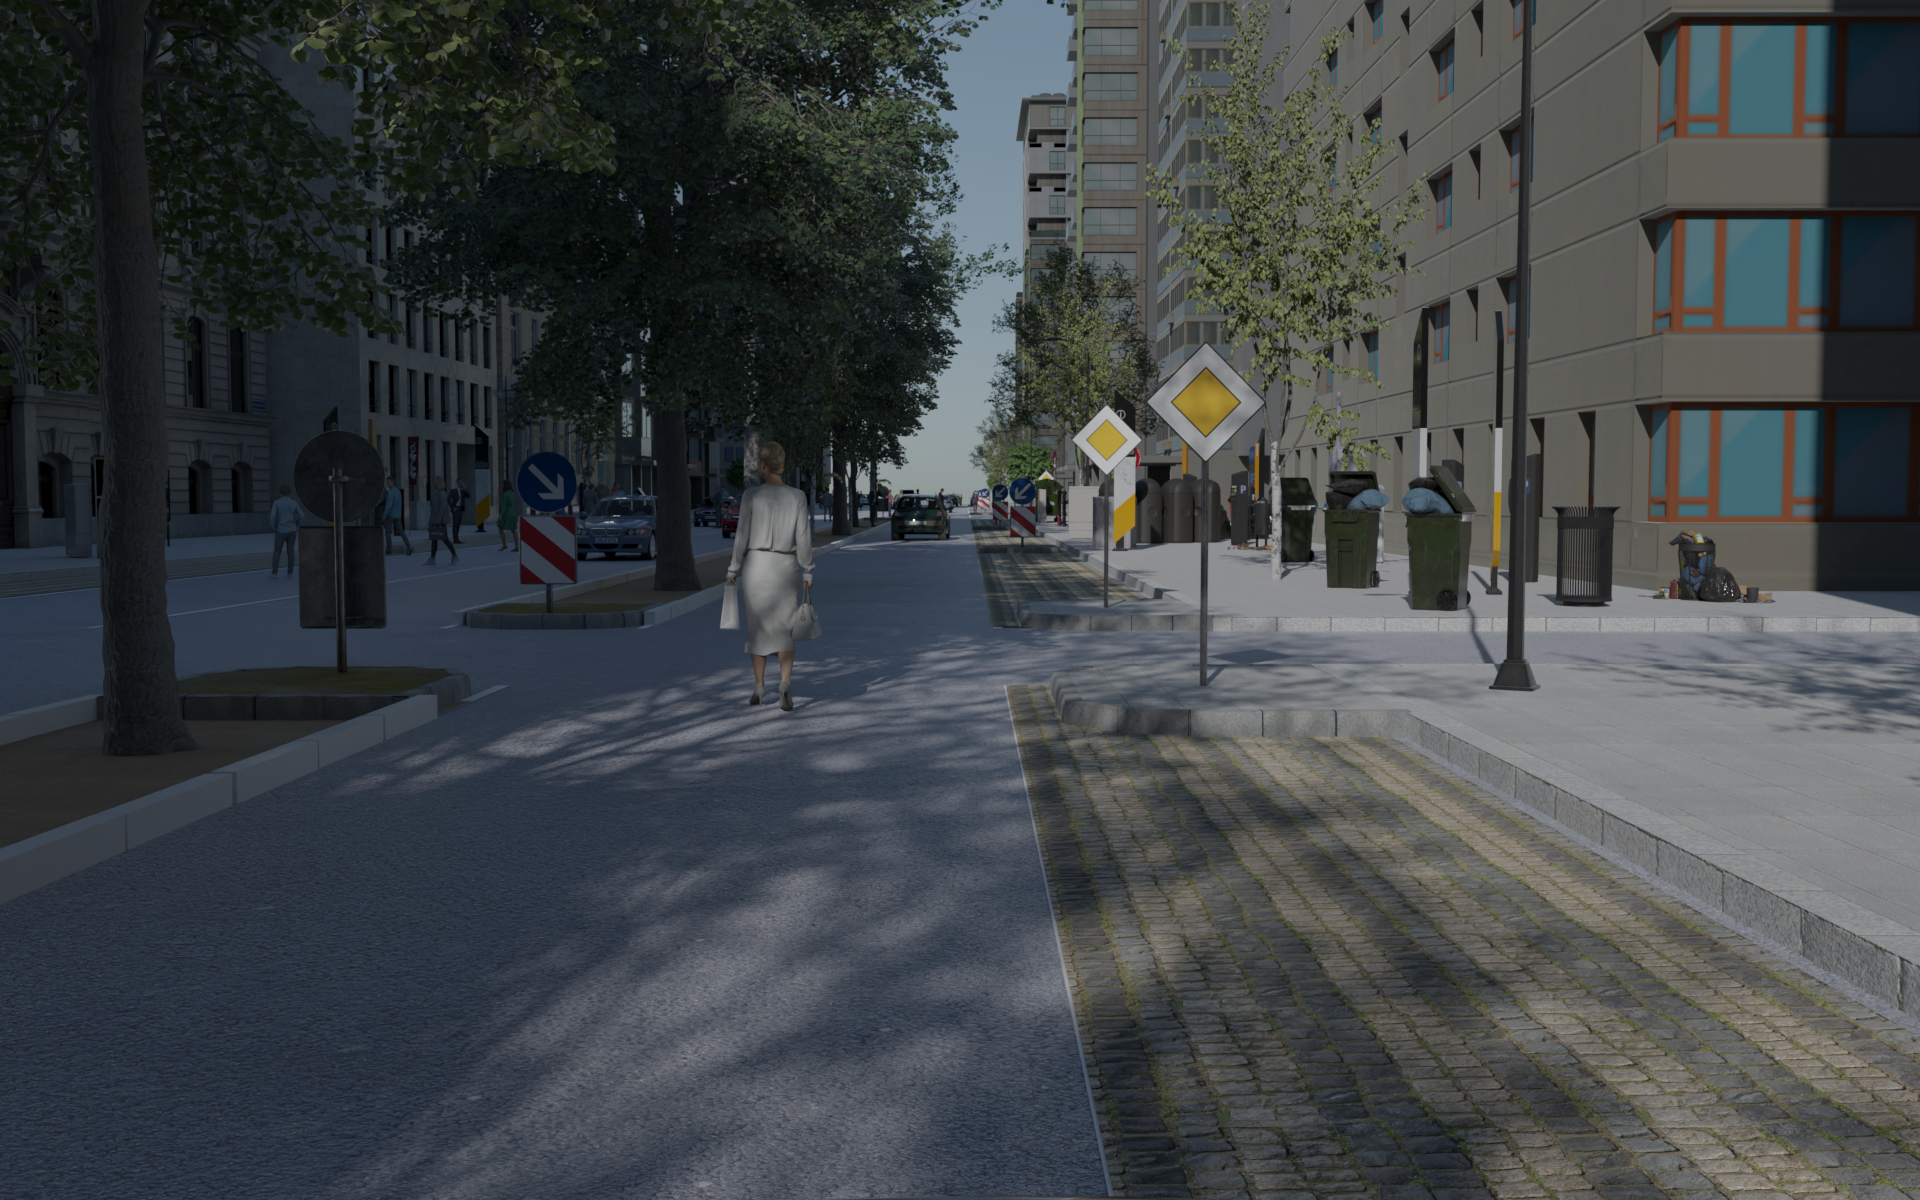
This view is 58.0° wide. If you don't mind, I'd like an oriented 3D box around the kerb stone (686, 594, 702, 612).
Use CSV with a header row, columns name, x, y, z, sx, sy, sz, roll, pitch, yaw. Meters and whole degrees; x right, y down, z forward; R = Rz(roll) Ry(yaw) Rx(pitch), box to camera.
name,x,y,z,sx,sy,sz,roll,pitch,yaw
kerb stone,-3.359,0.056,21.414,0.120,0.150,1.000,0,4,0

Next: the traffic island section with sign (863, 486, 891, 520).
name,x,y,z,sx,sy,sz,roll,pitch,yaw
traffic island section with sign,-4.232,-5.276,94.402,2.006,1.907,1.989,0,4,0

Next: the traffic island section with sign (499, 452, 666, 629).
name,x,y,z,sx,sy,sz,roll,pitch,yaw
traffic island section with sign,-4.429,-0.681,19.263,2.006,1.907,1.989,0,4,0

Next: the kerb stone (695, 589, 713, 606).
name,x,y,z,sx,sy,sz,roll,pitch,yaw
kerb stone,-3.363,-0.012,22.436,0.120,0.150,1.000,0,4,0

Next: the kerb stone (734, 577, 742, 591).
name,x,y,z,sx,sy,sz,roll,pitch,yaw
kerb stone,-3.358,-0.203,25.507,0.120,0.150,1.000,0,4,0

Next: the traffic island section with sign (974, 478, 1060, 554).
name,x,y,z,sx,sy,sz,roll,pitch,yaw
traffic island section with sign,1.401,-2.062,42.335,1.989,1.847,2.006,0,4,0

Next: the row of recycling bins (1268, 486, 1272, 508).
name,x,y,z,sx,sy,sz,roll,pitch,yaw
row of recycling bins,12.150,-3.136,58.386,3.534,1.692,1.069,1,4,19

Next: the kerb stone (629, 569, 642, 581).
name,x,y,z,sx,sy,sz,roll,pitch,yaw
kerb stone,-5.446,-0.389,28.583,0.120,0.150,1.000,0,4,0

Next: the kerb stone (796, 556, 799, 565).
name,x,y,z,sx,sy,sz,roll,pitch,yaw
kerb stone,-3.325,-0.890,36.778,0.120,0.150,1.000,0,4,0

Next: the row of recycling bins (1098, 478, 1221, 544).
name,x,y,z,sx,sy,sz,roll,pitch,yaw
row of recycling bins,5.269,-2.334,45.272,3.534,1.692,1.069,-2,4,-25

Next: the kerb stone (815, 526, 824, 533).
name,x,y,z,sx,sy,sz,roll,pitch,yaw
kerb stone,-5.347,-2.647,65.467,0.120,0.150,1.000,0,4,0

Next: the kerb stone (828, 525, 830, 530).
name,x,y,z,sx,sy,sz,roll,pitch,yaw
kerb stone,-5.342,-2.835,68.547,0.120,0.150,1.000,0,4,0

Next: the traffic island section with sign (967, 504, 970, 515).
name,x,y,z,sx,sy,sz,roll,pitch,yaw
traffic island section with sign,1.625,-6.756,119.086,1.989,1.847,2.006,0,4,0

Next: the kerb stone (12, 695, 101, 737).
name,x,y,z,sx,sy,sz,roll,pitch,yaw
kerb stone,-5.505,0.711,10.581,0.120,0.150,1.000,0,4,0

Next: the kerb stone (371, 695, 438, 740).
name,x,y,z,sx,sy,sz,roll,pitch,yaw
kerb stone,-3.400,0.711,10.566,0.120,0.150,1.000,0,4,0

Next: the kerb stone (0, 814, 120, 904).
name,x,y,z,sx,sy,sz,roll,pitch,yaw
kerb stone,-3.409,0.963,6.444,0.120,0.150,1.000,0,4,0

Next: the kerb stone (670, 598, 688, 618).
name,x,y,z,sx,sy,sz,roll,pitch,yaw
kerb stone,-3.369,0.111,20.385,0.120,0.150,1.000,0,4,0

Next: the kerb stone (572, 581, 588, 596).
name,x,y,z,sx,sy,sz,roll,pitch,yaw
kerb stone,-5.466,-0.136,24.480,0.120,0.150,1.000,0,4,0

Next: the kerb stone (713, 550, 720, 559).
name,x,y,z,sx,sy,sz,roll,pitch,yaw
kerb stone,-5.425,-0.954,37.801,0.120,0.150,1.000,0,4,0

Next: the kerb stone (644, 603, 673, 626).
name,x,y,z,sx,sy,sz,roll,pitch,yaw
kerb stone,-3.378,0.174,19.357,0.120,0.150,1.000,0,4,0

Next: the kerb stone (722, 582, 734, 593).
name,x,y,z,sx,sy,sz,roll,pitch,yaw
kerb stone,-3.360,-0.140,24.485,0.120,0.150,1.000,0,4,0

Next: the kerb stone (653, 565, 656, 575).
name,x,y,z,sx,sy,sz,roll,pitch,yaw
kerb stone,-5.441,-0.516,30.632,0.120,0.150,1.000,0,4,0

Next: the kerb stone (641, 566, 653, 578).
name,x,y,z,sx,sy,sz,roll,pitch,yaw
kerb stone,-5.446,-0.452,29.610,0.120,0.150,1.000,0,4,0

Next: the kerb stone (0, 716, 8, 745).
name,x,y,z,sx,sy,sz,roll,pitch,yaw
kerb stone,-5.493,0.776,9.559,0.120,0.150,1.000,0,4,0

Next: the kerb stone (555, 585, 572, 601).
name,x,y,z,sx,sy,sz,roll,pitch,yaw
kerb stone,-5.463,-0.073,23.458,0.120,0.150,1.000,0,4,0

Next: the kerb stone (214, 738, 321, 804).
name,x,y,z,sx,sy,sz,roll,pitch,yaw
kerb stone,-3.400,0.837,8.504,0.120,0.150,1.000,0,4,0

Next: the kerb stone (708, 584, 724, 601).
name,x,y,z,sx,sy,sz,roll,pitch,yaw
kerb stone,-3.361,-0.077,23.460,0.120,0.150,1.000,0,4,0

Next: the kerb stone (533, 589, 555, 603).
name,x,y,z,sx,sy,sz,roll,pitch,yaw
kerb stone,-5.463,-0.013,22.430,0.120,0.150,1.000,0,4,0

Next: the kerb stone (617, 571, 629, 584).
name,x,y,z,sx,sy,sz,roll,pitch,yaw
kerb stone,-5.461,-0.328,27.555,0.120,0.150,1.000,0,4,0

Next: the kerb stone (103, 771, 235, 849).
name,x,y,z,sx,sy,sz,roll,pitch,yaw
kerb stone,-3.411,0.904,7.473,0.120,0.150,1.000,0,4,0

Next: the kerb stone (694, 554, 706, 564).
name,x,y,z,sx,sy,sz,roll,pitch,yaw
kerb stone,-5.433,-0.829,35.755,0.120,0.150,1.000,0,4,0

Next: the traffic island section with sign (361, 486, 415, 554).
name,x,y,z,sx,sy,sz,roll,pitch,yaw
traffic island section with sign,-14.357,-2.038,41.955,1.989,1.847,2.006,0,4,0

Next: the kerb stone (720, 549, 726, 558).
name,x,y,z,sx,sy,sz,roll,pitch,yaw
kerb stone,-5.425,-1.004,38.824,0.120,0.150,1.000,0,4,0

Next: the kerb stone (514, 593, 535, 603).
name,x,y,z,sx,sy,sz,roll,pitch,yaw
kerb stone,-5.473,0.049,21.398,0.120,0.150,1.000,0,4,0

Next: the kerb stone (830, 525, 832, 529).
name,x,y,z,sx,sy,sz,roll,pitch,yaw
kerb stone,-5.328,-2.897,69.569,0.120,0.150,1.000,0,4,0

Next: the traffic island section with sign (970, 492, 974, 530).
name,x,y,z,sx,sy,sz,roll,pitch,yaw
traffic island section with sign,1.489,-3.710,69.290,1.989,1.847,2.006,0,4,0

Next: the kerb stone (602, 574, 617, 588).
name,x,y,z,sx,sy,sz,roll,pitch,yaw
kerb stone,-5.449,-0.263,26.524,0.120,0.150,1.000,0,4,0

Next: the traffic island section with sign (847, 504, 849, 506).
name,x,y,z,sx,sy,sz,roll,pitch,yaw
traffic island section with sign,-13.856,-13.394,227.627,1.989,1.847,2.006,0,4,0

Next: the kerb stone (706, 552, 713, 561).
name,x,y,z,sx,sy,sz,roll,pitch,yaw
kerb stone,-5.432,-0.892,36.779,0.120,0.150,1.000,0,4,0

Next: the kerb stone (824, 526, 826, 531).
name,x,y,z,sx,sy,sz,roll,pitch,yaw
kerb stone,-5.346,-2.707,66.495,0.120,0.150,1.000,0,4,0

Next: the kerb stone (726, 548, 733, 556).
name,x,y,z,sx,sy,sz,roll,pitch,yaw
kerb stone,-5.417,-1.079,39.845,0.120,0.150,1.000,0,4,0

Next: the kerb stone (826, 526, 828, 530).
name,x,y,z,sx,sy,sz,roll,pitch,yaw
kerb stone,-5.340,-2.771,67.525,0.120,0.150,1.000,0,4,0

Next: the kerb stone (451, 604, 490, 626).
name,x,y,z,sx,sy,sz,roll,pitch,yaw
kerb stone,-5.473,0.174,19.345,0.120,0.150,1.000,0,4,0

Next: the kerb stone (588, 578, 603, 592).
name,x,y,z,sx,sy,sz,roll,pitch,yaw
kerb stone,-5.461,-0.202,25.502,0.120,0.150,1.000,0,4,0

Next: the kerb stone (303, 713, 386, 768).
name,x,y,z,sx,sy,sz,roll,pitch,yaw
kerb stone,-3.402,0.775,9.532,0.120,0.150,1.000,0,4,0

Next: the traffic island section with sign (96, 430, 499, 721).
name,x,y,z,sx,sy,sz,roll,pitch,yaw
traffic island section with sign,-4.460,-0.227,11.856,2.006,1.907,1.989,0,4,0

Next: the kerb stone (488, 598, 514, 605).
name,x,y,z,sx,sy,sz,roll,pitch,yaw
kerb stone,-5.468,0.111,20.376,0.120,0.150,1.000,0,4,0

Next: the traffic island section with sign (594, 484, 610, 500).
name,x,y,z,sx,sy,sz,roll,pitch,yaw
traffic island section with sign,-14.290,-3.687,68.910,1.989,1.847,2.006,0,4,0

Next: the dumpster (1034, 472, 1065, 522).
name,x,y,z,sx,sy,sz,roll,pitch,yaw
dumpster,3.952,-4.641,78.372,1.502,2.255,1.985,0,4,0

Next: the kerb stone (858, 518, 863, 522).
name,x,y,z,sx,sy,sz,roll,pitch,yaw
kerb stone,-5.273,-4.338,93.125,0.120,0.150,1.000,0,4,0
